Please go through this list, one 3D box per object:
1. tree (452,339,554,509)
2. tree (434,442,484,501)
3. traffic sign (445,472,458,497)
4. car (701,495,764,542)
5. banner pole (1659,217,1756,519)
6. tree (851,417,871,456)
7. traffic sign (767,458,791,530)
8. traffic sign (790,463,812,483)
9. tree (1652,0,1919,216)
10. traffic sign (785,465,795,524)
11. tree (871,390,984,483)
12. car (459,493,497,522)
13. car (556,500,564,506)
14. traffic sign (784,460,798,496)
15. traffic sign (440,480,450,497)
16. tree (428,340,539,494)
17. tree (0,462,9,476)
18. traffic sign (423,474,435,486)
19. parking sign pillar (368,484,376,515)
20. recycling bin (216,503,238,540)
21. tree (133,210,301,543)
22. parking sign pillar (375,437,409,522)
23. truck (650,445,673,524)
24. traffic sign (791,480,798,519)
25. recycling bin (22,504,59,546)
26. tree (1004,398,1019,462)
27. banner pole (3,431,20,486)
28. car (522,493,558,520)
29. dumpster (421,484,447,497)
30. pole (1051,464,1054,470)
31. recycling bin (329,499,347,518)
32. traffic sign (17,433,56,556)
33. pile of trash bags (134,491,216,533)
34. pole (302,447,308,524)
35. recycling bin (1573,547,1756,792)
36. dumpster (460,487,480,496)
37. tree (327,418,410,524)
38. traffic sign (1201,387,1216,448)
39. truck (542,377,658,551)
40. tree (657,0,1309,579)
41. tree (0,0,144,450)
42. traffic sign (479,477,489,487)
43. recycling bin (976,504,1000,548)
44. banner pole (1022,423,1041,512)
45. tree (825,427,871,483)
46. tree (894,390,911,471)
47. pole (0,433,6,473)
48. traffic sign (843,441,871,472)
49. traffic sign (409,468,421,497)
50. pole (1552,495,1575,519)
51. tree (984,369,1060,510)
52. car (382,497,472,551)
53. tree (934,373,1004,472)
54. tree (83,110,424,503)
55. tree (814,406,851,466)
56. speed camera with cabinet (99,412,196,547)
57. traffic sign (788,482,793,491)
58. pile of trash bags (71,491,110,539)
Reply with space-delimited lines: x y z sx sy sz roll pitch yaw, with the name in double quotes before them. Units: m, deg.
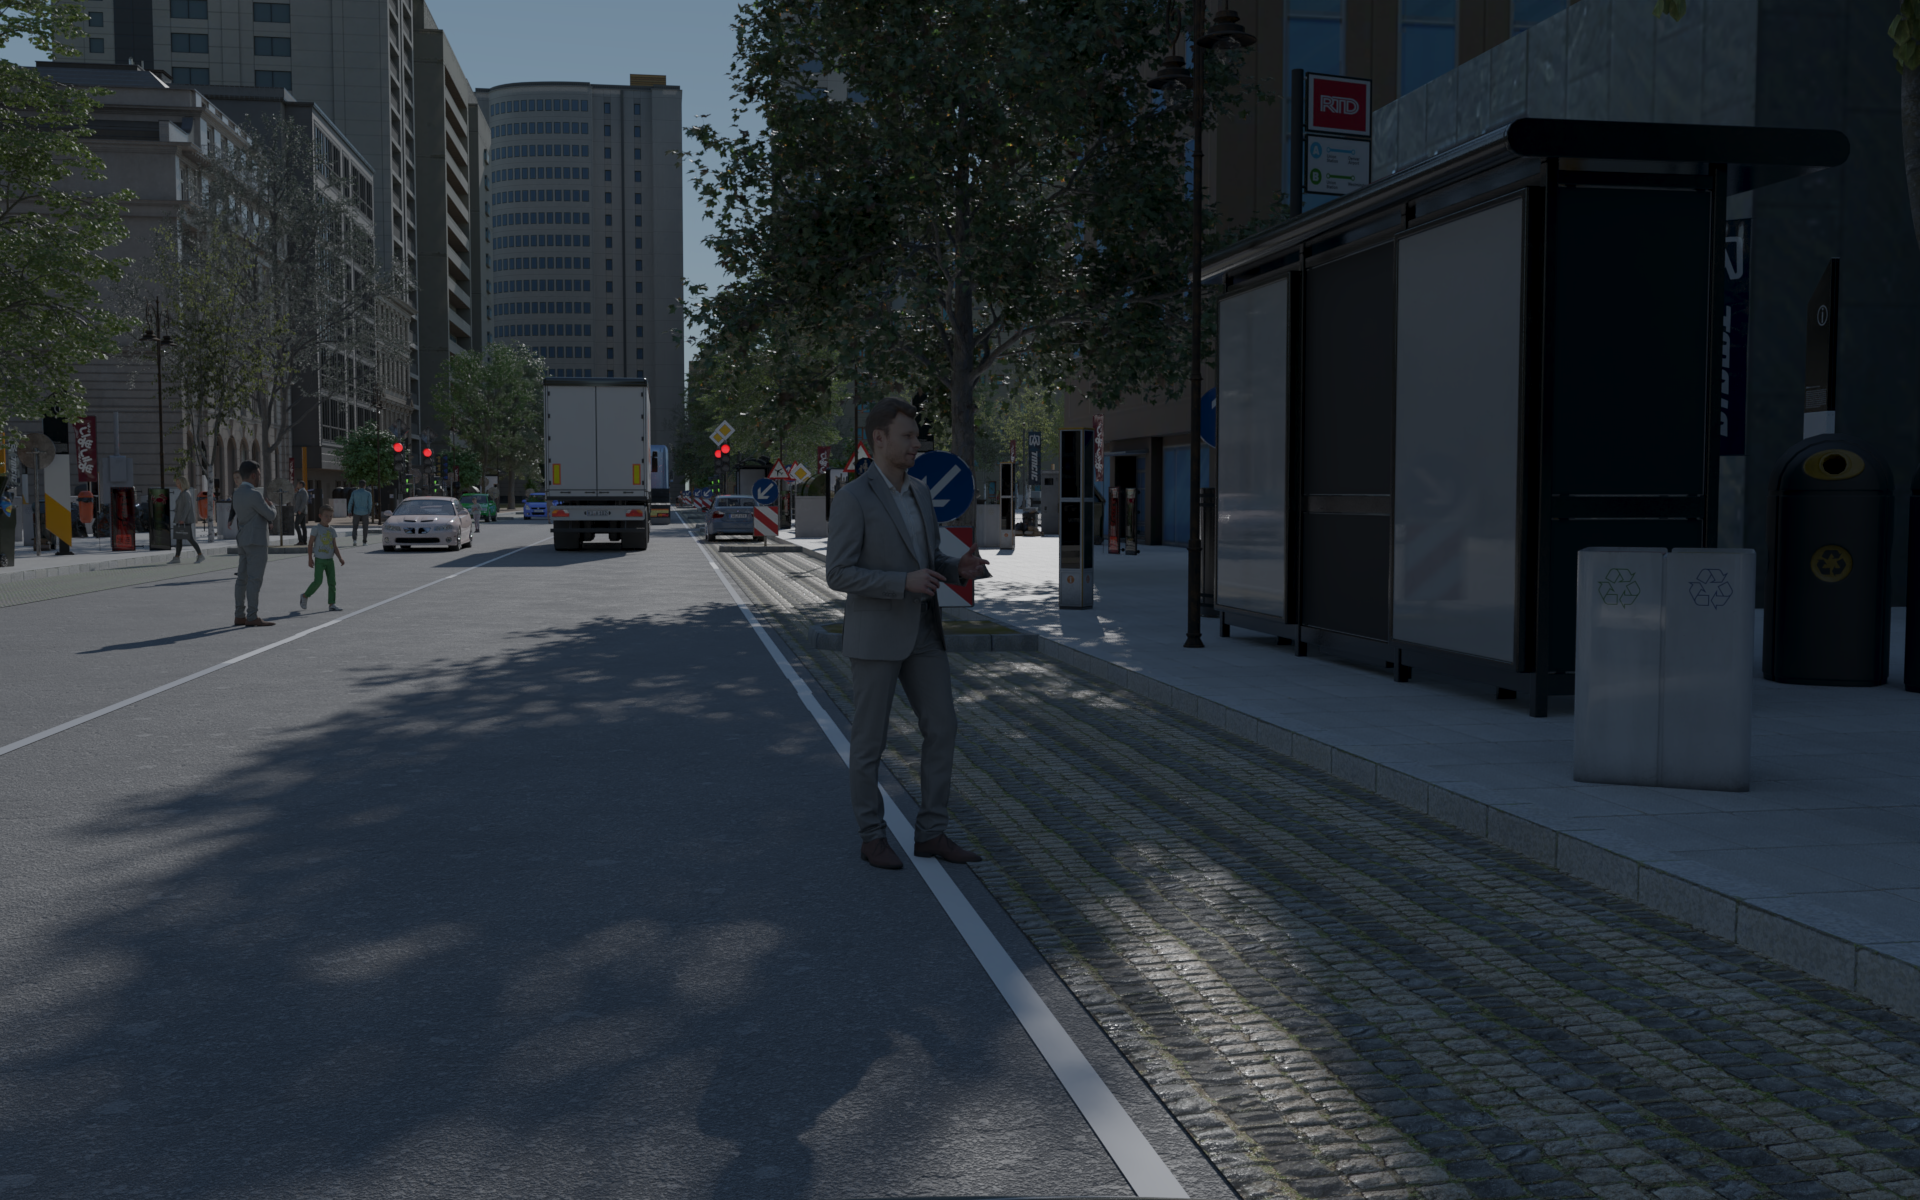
"tree" -37.394 -14.517 144.001 9.857 13.997 8.962 0 3 0
"tree" -31.551 -7.678 109.254 4.285 4.588 4.351 0 3 0
"traffic sign" -29.948 -6.229 101.951 0.768 2.556 0.104 0 4 -4
"car" -6.924 -2.521 53.226 2.014 1.417 4.499 -1 4 -10
"banner pole" 5.988 -1.474 14.113 0.863 3.779 0.401 3 5 40
"tree" -5.285 -10.867 128.032 4.360 8.622 3.978 0 3 0
"traffic sign" -6.498 -3.801 62.147 0.884 2.594 0.081 -1 4 -8
"traffic sign" -5.866 -3.832 63.842 0.795 2.450 0.064 0 4 -6
"tree" 3.436 -3.396 5.893 4.737 8.622 4.395 0 3 0
"traffic sign" -7.332 -4.574 74.892 0.768 2.556 0.104 0 4 -3
"tree" -1.771 -8.831 94.747 4.360 8.622 3.978 0 3 0
"car" -24.683 -4.858 88.217 1.959 1.807 4.718 -1 4 -8
"car" -24.406 -5.942 106.743 1.945 1.707 3.694 -1 4 -11
"traffic sign" -6.353 -4.092 66.909 0.884 2.594 0.081 0 4 -1
"traffic sign" -30.484 -6.149 102.671 0.606 2.300 0.079 -1 4 -8
"tree" -31.955 -11.657 116.346 9.928 11.665 9.643 0 3 0
"tree" -31.233 -3.695 55.020 1.663 3.219 1.824 0 3 0
"traffic sign" -26.943 -5.246 87.897 0.606 2.300 0.079 0 4 0
"parking sign pillar" -35.705 -7.129 105.035 1.447 3.967 1.447 -1 4 -12
"recycling bin" -20.679 -2.246 49.273 0.722 1.027 0.722 -3 4 -38
"tree" -19.784 -5.835 45.772 4.360 8.622 3.978 0 3 0
"parking sign pillar" -26.611 -5.689 81.485 1.447 3.967 1.447 -1 4 -20
"truck" -16.240 -6.095 89.418 2.967 4.110 18.799 -1 4 -10
"traffic sign" -8.684 -5.354 89.661 0.606 2.300 0.079 0 3 0
"recycling bin" -22.824 -1.873 43.175 0.722 1.027 0.722 0 4 2
"tree" 4.850 -10.535 122.607 4.737 8.622 4.395 0 3 0
"banner pole" -37.941 -4.843 69.203 0.401 3.779 0.863 2 4 29
"car" -23.551 -5.358 97.198 1.945 1.707 3.694 -1 4 -10
"dumpster" -30.483 -5.783 100.312 1.264 1.857 1.865 -1 4 -10
"pole" 6.313 -7.581 117.784 0.158 3.312 0.155 0 3 0
"recycling bin" -33.766 -4.980 93.977 0.722 1.027 0.722 -3 5 -39
"traffic sign" -19.139 -2.189 35.901 0.768 2.556 0.104 0 4 -5
"pile of trash bags" -26.847 -2.968 58.274 3.447 1.369 1.912 -3 5 -39
"pole" -28.425 -4.973 75.160 0.158 3.312 0.155 0 3 0
"recycling bin" 3.202 0.287 7.869 0.722 1.027 0.722 2 4 24
"dumpster" -34.672 -7.135 122.410 1.264 1.857 1.865 -1 4 -10
"tree" -25.385 -5.552 74.492 4.285 4.588 4.351 0 3 0
"traffic sign" 3.111 -1.232 20.255 0.768 2.556 0.104 0 4 0
"truck" -9.689 -3.565 47.202 2.839 4.237 11.283 -1 4 -10
"tree" 0.110 -6.686 26.332 9.611 12.733 9.660 0 3 0
"tree" -17.879 -6.743 28.375 7.486 12.596 7.792 0 3 0
"traffic sign" -34.729 -7.721 126.338 0.768 2.556 0.104 -1 4 -9
"recycling bin" 0.690 -1.798 41.944 0.722 1.027 0.722 -2 4 -34
"banner pole" 2.474 -4.342 61.003 0.863 3.779 0.401 -1 4 -12
"tree" -3.129 -3.375 49.782 1.663 3.219 1.824 0 3 0
"tree" -3.690 -9.515 105.940 4.737 8.622 4.395 0 3 0
"pole" -31.743 -3.890 57.452 0.158 3.312 0.155 0 3 0
"traffic sign" -2.419 -2.585 42.270 0.884 2.594 0.081 0 4 -4
"traffic sign" -27.005 -5.230 85.615 0.768 2.556 0.104 0 4 -4
"pole" 5.451 -1.333 15.644 0.158 3.312 0.155 0 3 0
"tree" 3.823 -8.980 97.182 4.360 8.622 3.978 0 3 0
"car" -13.748 -1.987 44.857 2.083 1.381 4.827 -1 4 -10
"tree" 0.281 -13.782 143.465 7.486 12.596 7.792 0 3 0
"tree" -21.954 -8.837 54.862 12.009 13.543 11.850 0 3 0
"tree" -10.194 -11.638 140.650 4.360 8.622 3.978 0 3 0
"speed camera with cabinet" -19.845 -2.933 42.298 2.038 3.252 0.660 -2 4 -34
"traffic sign" -8.670 -5.336 87.345 0.768 2.556 0.104 0 4 -7
"pile of trash bags" -25.697 -2.533 51.161 1.912 1.369 3.447 -2 4 -24
